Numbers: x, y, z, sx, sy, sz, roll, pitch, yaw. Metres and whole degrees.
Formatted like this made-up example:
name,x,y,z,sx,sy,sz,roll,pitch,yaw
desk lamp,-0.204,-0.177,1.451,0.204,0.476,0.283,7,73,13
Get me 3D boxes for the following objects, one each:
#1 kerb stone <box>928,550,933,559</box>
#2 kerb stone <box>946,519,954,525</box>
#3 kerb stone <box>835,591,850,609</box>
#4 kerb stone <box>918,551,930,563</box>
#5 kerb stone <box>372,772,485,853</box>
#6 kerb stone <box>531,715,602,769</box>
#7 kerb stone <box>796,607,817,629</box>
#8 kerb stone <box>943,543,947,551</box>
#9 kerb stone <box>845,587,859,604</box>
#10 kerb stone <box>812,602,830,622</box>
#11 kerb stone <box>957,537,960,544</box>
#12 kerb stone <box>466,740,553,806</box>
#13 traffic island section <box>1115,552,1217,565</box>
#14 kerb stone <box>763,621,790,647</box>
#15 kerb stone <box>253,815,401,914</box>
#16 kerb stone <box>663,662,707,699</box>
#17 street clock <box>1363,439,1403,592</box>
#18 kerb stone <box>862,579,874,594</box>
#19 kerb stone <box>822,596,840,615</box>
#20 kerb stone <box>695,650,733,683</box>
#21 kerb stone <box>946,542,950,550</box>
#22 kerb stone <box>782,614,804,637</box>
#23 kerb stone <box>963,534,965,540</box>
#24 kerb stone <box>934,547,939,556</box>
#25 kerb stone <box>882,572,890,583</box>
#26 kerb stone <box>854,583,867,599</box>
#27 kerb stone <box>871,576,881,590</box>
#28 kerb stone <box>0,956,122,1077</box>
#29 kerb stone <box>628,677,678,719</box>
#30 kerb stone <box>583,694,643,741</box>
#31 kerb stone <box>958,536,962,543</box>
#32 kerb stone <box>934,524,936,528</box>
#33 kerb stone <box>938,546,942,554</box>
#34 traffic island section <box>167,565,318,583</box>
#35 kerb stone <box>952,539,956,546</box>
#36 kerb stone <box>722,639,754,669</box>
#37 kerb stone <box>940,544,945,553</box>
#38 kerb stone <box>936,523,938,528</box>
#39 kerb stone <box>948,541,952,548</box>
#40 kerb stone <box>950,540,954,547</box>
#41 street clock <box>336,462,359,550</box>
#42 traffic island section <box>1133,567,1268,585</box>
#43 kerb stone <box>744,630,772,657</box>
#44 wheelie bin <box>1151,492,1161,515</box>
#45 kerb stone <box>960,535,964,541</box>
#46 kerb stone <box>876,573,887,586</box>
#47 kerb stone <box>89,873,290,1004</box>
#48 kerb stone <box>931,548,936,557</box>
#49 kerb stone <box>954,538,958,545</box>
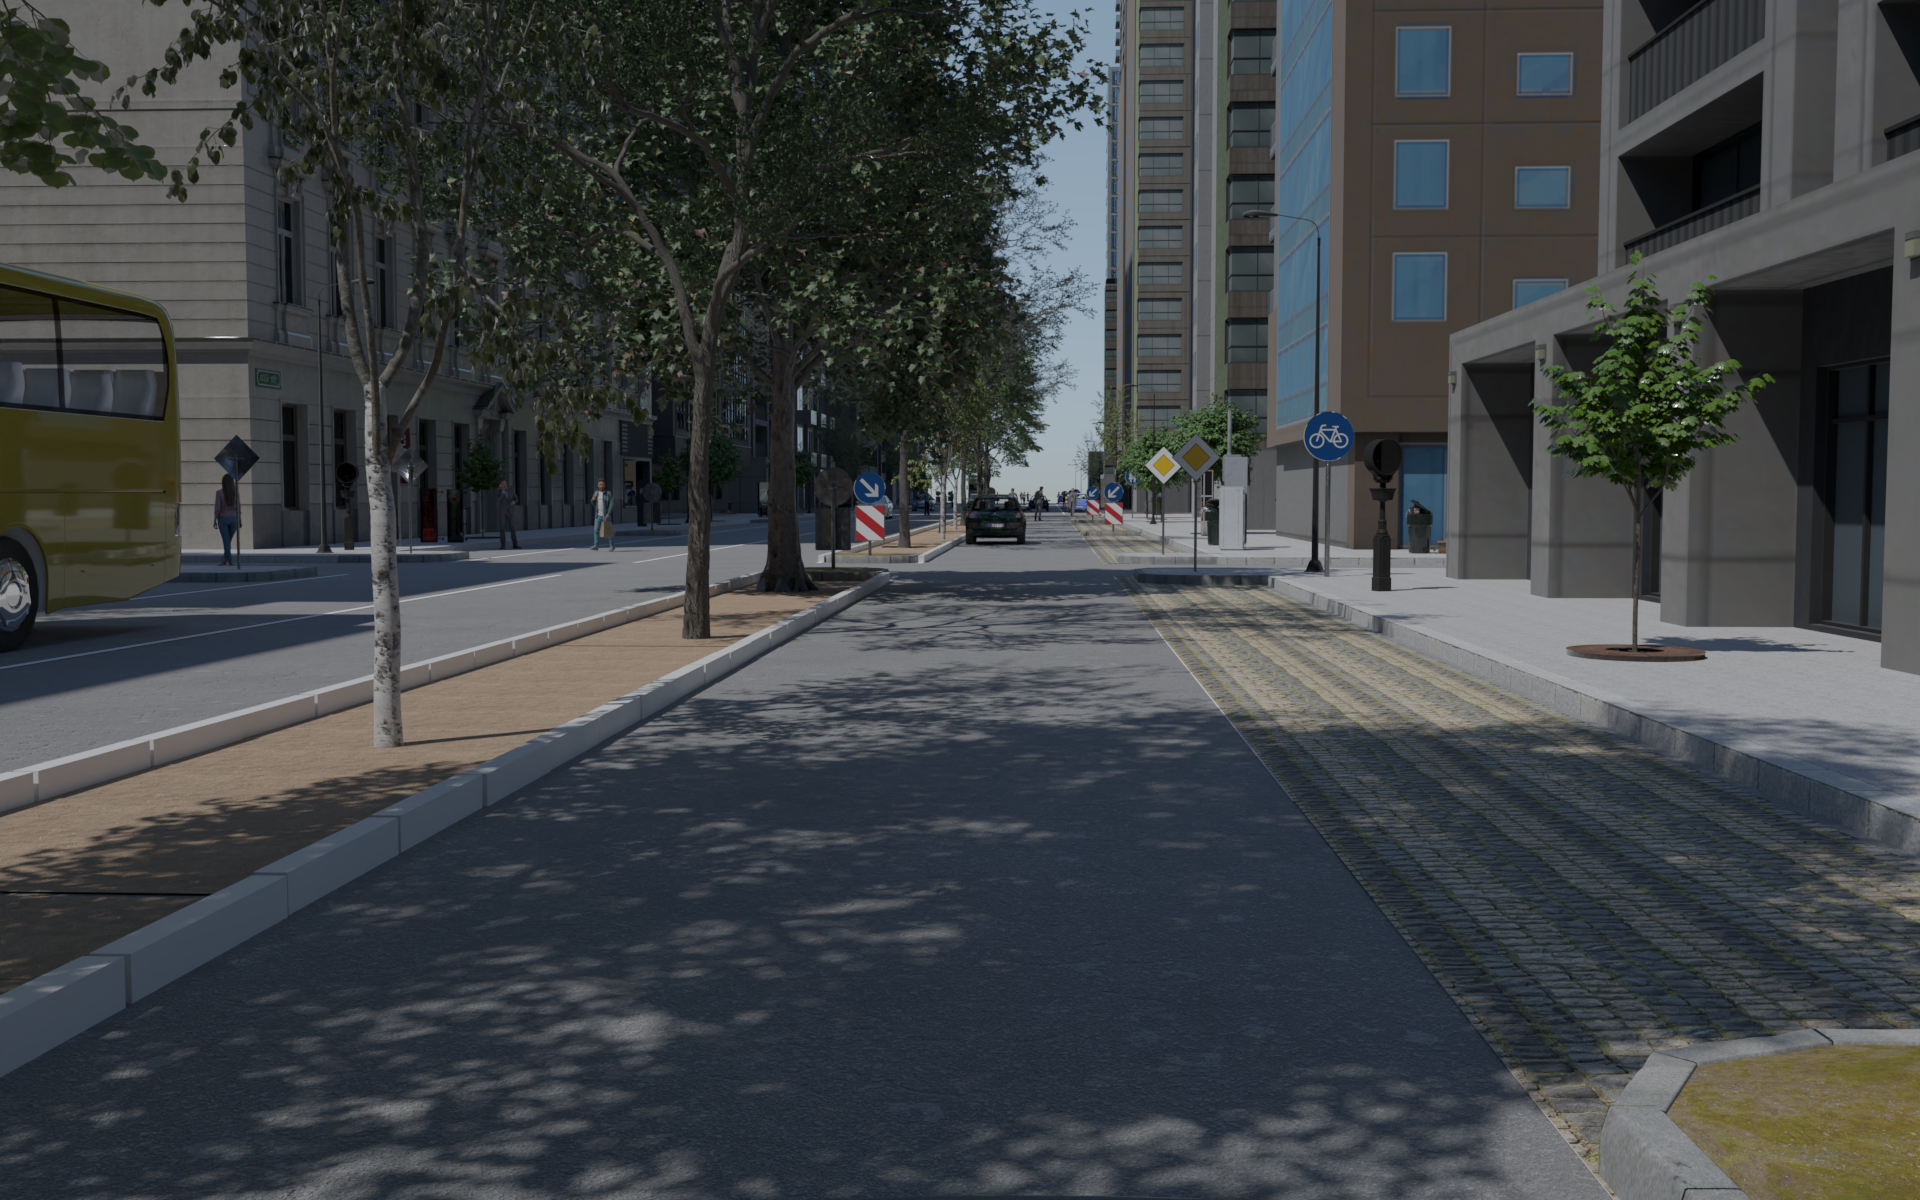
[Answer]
name,x,y,z,sx,sy,sz,roll,pitch,yaw
kerb stone,-0.730,-0.945,37.643,0.120,0.150,1.000,0,4,3
kerb stone,-0.504,-3.764,83.786,0.120,0.150,1.000,0,4,3
kerb stone,-1.533,0.027,21.761,0.120,0.150,1.000,0,4,3
kerb stone,-0.783,-0.882,36.609,0.120,0.150,1.000,0,4,3
kerb stone,-2.267,0.904,7.416,0.120,0.150,1.000,0,4,3
kerb stone,-2.158,0.779,9.461,0.120,0.150,1.000,0,4,3
kerb stone,-1.693,0.215,18.692,0.120,0.150,1.000,0,4,3
kerb stone,-0.468,-1.258,42.768,0.120,0.150,1.000,0,4,3
kerb stone,-1.482,-0.036,22.787,0.120,0.150,1.000,0,4,3
kerb stone,-1.635,0.153,19.713,0.120,0.150,1.000,0,4,3
kerb stone,-0.164,-1.633,48.900,0.120,0.150,1.000,0,4,3
kerb stone,-2.201,0.841,8.440,0.120,0.150,1.000,0,4,3
traffic island section,4.318,-0.879,36.659,2.009,0.180,2.903,0,4,3
kerb stone,-1.794,0.341,16.640,0.120,0.150,1.000,0,4,3
kerb stone,-2.318,0.970,6.388,0.120,0.150,1.000,0,4,3
kerb stone,-2.010,0.591,12.526,0.120,0.150,1.000,0,4,3
street clock,5.568,-1.117,22.828,0.471,2.002,0.358,-1,4,-18
kerb stone,-1.380,-0.158,24.829,0.120,0.150,1.000,0,4,3
kerb stone,-1.588,0.090,20.734,0.120,0.150,1.000,0,4,3
kerb stone,-1.952,0.528,13.555,0.120,0.150,1.000,0,4,3
kerb stone,-0.417,-1.319,43.788,0.120,0.150,1.000,0,4,3
kerb stone,-1.743,0.277,17.661,0.120,0.150,1.000,0,4,3
kerb stone,-0.011,-1.821,51.983,0.120,0.150,1.000,0,4,3
kerb stone,-0.634,-1.070,39.687,0.120,0.150,1.000,0,4,3
kerb stone,-1.234,-0.347,27.902,0.120,0.150,1.000,0,4,3
kerb stone,-1.429,-0.094,23.808,0.120,0.150,1.000,0,4,3
kerb stone,-1.327,-0.217,25.850,0.120,0.150,1.000,0,4,3
kerb stone,-2.412,1.098,4.332,0.120,0.150,1.000,0,4,3
kerb stone,-2.054,0.654,11.503,0.120,0.150,1.000,0,4,3
kerb stone,-2.111,0.716,10.482,0.120,0.150,1.000,0,4,3
kerb stone,-0.109,-1.695,49.929,0.120,0.150,1.000,0,4,3
kerb stone,-1.177,-2.954,70.498,0.120,0.150,1.000,0,4,3
kerb stone,-0.581,-1.132,40.708,0.120,0.150,1.000,0,4,3
traffic island section,-12.305,-0.442,29.506,2.009,0.180,2.903,0,4,3
kerb stone,-0.270,-1.508,46.859,0.120,0.150,1.000,0,4,3
kerb stone,-1.899,0.471,14.581,0.120,0.150,1.000,0,4,3
kerb stone,-0.520,-1.195,41.737,0.120,0.150,1.000,0,4,3
kerb stone,-1.121,-3.015,71.518,0.120,0.150,1.000,0,4,3
kerb stone,-0.367,-1.383,44.814,0.120,0.150,1.000,0,4,3
kerb stone,-0.317,-1.444,45.835,0.120,0.150,1.000,0,4,3
street clock,-13.985,-2.143,39.603,0.471,2.002,0.358,0,4,-8
traffic island section,3.915,-0.392,28.684,2.009,0.180,2.903,0,4,3
kerb stone,-1.855,0.406,15.612,0.120,0.150,1.000,0,4,3
wheelie bin,12.019,-5.938,104.992,0.980,1.594,0.693,3,5,42
kerb stone,-0.054,-1.752,50.957,0.120,0.150,1.000,0,4,3
kerb stone,-1.276,-0.287,26.881,0.120,0.150,1.000,0,4,3
kerb stone,-2.362,1.038,5.367,0.120,0.150,1.000,0,4,3
kerb stone,-0.686,-1.003,38.667,0.120,0.150,1.000,0,4,3
kerb stone,-0.207,-1.570,47.879,0.120,0.150,1.000,0,4,3
